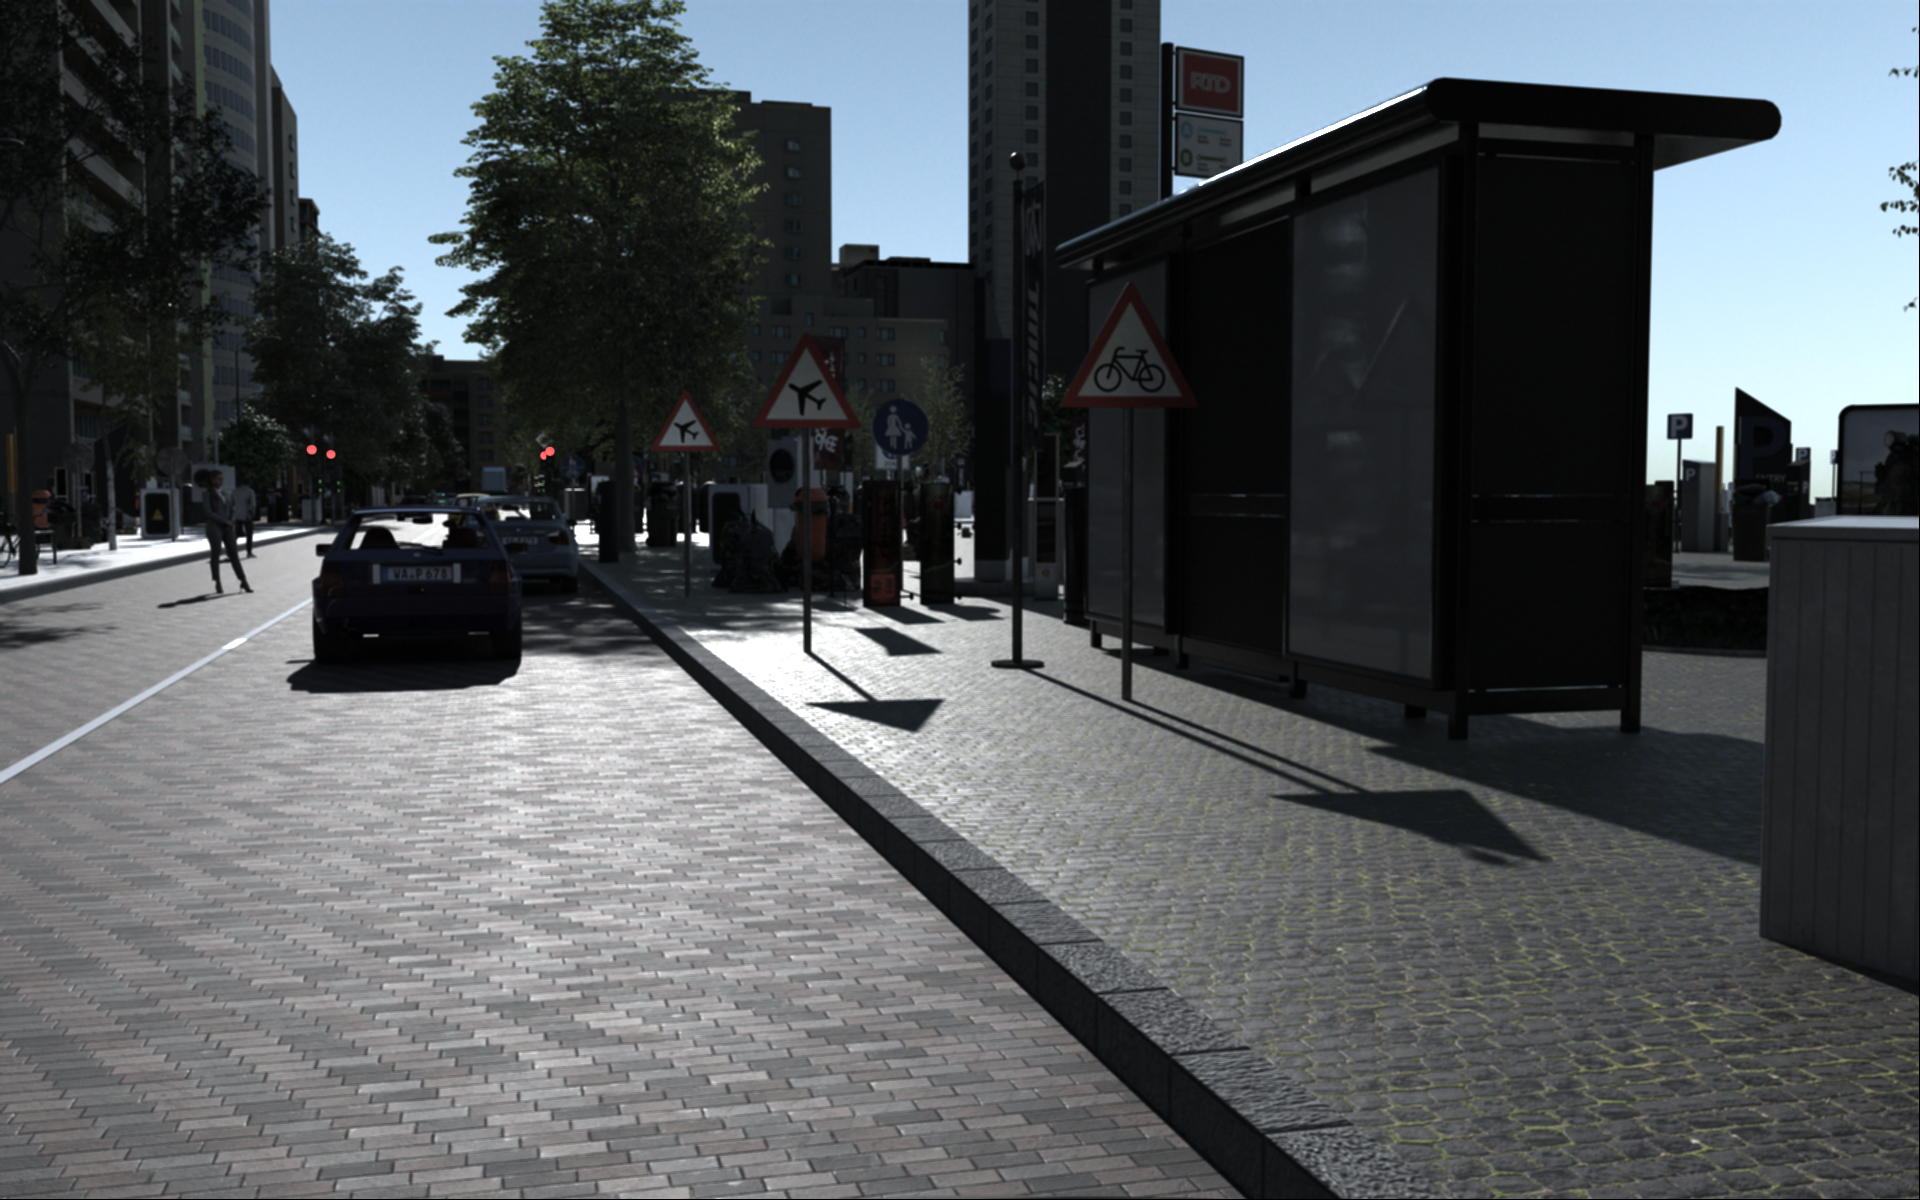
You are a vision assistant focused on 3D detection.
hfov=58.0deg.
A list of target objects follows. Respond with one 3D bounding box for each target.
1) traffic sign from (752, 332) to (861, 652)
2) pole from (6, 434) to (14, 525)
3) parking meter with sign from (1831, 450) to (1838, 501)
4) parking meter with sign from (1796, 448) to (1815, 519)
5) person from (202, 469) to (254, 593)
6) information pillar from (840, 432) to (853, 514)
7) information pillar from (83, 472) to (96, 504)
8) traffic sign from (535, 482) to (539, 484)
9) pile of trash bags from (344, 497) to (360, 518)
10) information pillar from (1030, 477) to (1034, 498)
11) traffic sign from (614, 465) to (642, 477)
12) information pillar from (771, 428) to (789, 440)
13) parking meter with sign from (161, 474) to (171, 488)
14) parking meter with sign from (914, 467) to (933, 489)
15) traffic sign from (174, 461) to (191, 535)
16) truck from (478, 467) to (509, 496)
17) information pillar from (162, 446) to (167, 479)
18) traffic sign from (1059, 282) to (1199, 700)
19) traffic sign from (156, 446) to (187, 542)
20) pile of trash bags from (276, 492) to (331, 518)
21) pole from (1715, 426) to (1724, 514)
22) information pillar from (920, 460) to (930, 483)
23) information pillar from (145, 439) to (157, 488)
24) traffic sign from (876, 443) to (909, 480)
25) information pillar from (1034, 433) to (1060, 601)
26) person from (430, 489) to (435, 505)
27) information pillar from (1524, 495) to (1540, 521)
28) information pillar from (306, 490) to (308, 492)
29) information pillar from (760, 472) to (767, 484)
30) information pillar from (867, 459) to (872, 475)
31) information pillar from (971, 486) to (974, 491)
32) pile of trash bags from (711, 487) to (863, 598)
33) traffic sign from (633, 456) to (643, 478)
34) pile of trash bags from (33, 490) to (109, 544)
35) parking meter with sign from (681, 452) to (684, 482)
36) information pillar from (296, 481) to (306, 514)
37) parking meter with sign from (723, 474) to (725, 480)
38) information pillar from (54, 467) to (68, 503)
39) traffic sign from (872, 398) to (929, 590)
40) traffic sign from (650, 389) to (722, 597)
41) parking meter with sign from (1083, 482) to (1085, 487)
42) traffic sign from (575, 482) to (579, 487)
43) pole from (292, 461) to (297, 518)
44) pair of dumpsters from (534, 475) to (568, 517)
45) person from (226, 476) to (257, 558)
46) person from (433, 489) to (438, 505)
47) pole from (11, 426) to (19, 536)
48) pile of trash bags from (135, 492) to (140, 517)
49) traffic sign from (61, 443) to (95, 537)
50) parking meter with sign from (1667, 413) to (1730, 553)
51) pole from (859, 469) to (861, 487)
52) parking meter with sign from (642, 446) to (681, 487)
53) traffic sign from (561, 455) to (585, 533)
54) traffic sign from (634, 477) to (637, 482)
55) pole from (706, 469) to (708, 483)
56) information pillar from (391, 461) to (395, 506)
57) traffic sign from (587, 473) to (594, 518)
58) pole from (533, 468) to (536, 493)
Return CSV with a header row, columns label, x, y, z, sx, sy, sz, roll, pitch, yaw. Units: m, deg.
label,x,y,z,sx,sy,sz,roll,pitch,yaw
traffic sign,-1.243,-0.857,14.023,0.884,2.594,0.081,-1,4,-14
pole,-32.215,-3.973,58.795,0.158,3.312,0.155,0,3,0
parking meter with sign,35.533,-4.432,68.726,1.738,3.016,0.543,0,4,7
parking meter with sign,33.395,-4.456,69.121,1.738,3.016,0.543,2,4,28
person,-10.594,-0.994,25.034,0.573,1.790,0.520,1,4,9
information pillar,-4.253,-4.506,65.027,0.504,3.616,0.183,-1,4,-18
information pillar,-29.481,-3.315,58.699,0.304,2.012,0.304,-1,4,-11
traffic sign,-32.354,-8.169,133.662,0.768,2.556,0.104,-1,4,-9
pile of trash bags,-34.353,-5.188,94.583,3.447,1.369,1.912,1,4,11
information pillar,6.312,-9.819,151.894,0.504,3.616,0.183,-2,4,-34
traffic sign,-10.561,-3.369,55.080,0.884,2.594,0.081,-1,4,-14
information pillar,-4.665,-3.270,44.821,0.504,3.616,0.183,-1,4,-12
parking meter with sign,-37.500,-5.242,81.968,0.543,3.016,1.738,-1,4,-20
parking meter with sign,-2.080,-6.928,109.527,1.738,3.016,0.543,3,5,44
traffic sign,-24.316,-3.178,54.098,0.606,2.300,0.079,-1,4,-11
truck,-45.189,-10.925,168.384,2.967,4.110,18.799,-1,4,-16
information pillar,-39.075,-5.737,85.159,0.183,3.616,0.504,-1,4,-12
traffic sign,1.039,-0.656,10.733,0.884,2.594,0.081,-1,4,-10
traffic sign,-20.997,-2.817,46.169,0.768,2.556,0.104,-1,4,-11
pile of trash bags,-34.578,-4.991,91.359,3.447,1.369,1.912,-1,4,-13
pole,22.825,-3.563,52.100,0.158,3.312,0.155,0,3,0
information pillar,-2.303,-7.818,119.186,0.504,3.616,0.183,2,4,31
information pillar,-34.581,-5.062,74.117,0.183,3.616,0.504,2,4,32
traffic sign,-1.186,-1.719,30.239,0.606,2.300,0.079,-1,4,-10
information pillar,1.043,-1.003,20.893,0.304,2.012,0.304,0,4,4
person,-39.203,-7.336,128.538,0.767,1.812,0.694,-2,4,-28
information pillar,13.579,-2.240,41.111,0.304,2.012,0.304,2,4,34
information pillar,-44.059,-6.882,117.012,0.304,2.012,0.304,-2,4,-26
information pillar,-6.488,-3.266,57.892,0.304,2.012,0.304,-2,4,-31
information pillar,-6.065,-7.660,116.590,0.183,3.616,0.504,-3,4,-37
information pillar,1.139,-9.471,159.348,0.304,2.012,0.304,0,4,6
pile of trash bags,-2.174,-0.797,22.780,1.912,1.369,3.447,-1,4,-15
traffic sign,-10.796,-3.477,56.948,0.768,2.556,0.104,0,4,-6
pile of trash bags,-23.136,-2.128,44.541,1.912,1.369,3.447,-1,4,-12
parking meter with sign,-10.901,-4.326,66.988,0.543,3.016,1.738,-1,4,-13
information pillar,-36.549,-5.584,95.790,0.304,2.012,0.304,3,5,42
parking meter with sign,-20.901,-9.243,147.377,1.738,3.016,0.543,0,4,-2
information pillar,-24.690,-2.636,47.592,0.304,2.012,0.304,-2,4,-32
traffic sign,-0.803,-1.412,23.188,0.768,2.556,0.104,-1,4,-9
traffic sign,-3.412,-1.321,21.604,0.884,2.594,0.081,-1,4,-9
parking meter with sign,7.128,-5.735,90.031,1.738,3.016,0.543,2,4,23
traffic sign,-27.925,-7.807,127.642,0.884,2.594,0.081,-1,4,-10
pole,-36.299,-6.151,94.414,0.158,3.312,0.155,0,3,0
pair of dumpsters,-20.626,-5.194,87.415,1.574,2.255,4.437,-1,4,-15
person,-16.084,-1.862,38.794,0.661,1.843,0.795,1,4,11
person,-39.680,-7.443,130.381,0.709,1.800,0.728,1,4,9
pole,-28.052,-3.537,51.674,0.158,3.312,0.155,0,3,0
pile of trash bags,-45.466,-5.292,96.278,1.912,1.369,3.447,-1,4,-13
traffic sign,-21.860,-2.620,42.946,0.768,2.556,0.104,-1,4,-10
parking meter with sign,16.302,-2.562,38.144,1.738,3.016,0.543,-2,4,-35
pole,-8.224,-9.068,142.099,0.158,3.312,0.155,0,3,0
parking meter with sign,-10.562,-3.961,61.023,0.543,3.016,1.738,1,4,16
traffic sign,-12.639,-3.453,56.568,0.768,2.556,0.104,-1,4,-8
traffic sign,-12.020,-3.721,62.969,0.606,2.300,0.079,-1,4,-10
pole,-20.809,-9.091,142.485,0.158,3.312,0.155,0,3,0
information pillar,-39.648,-7.935,121.086,0.183,3.616,0.504,-2,4,-34
traffic sign,-17.808,-5.021,84.219,0.606,2.300,0.079,-1,4,-10
pole,-33.130,-8.633,135.000,0.158,3.312,0.155,0,3,0
